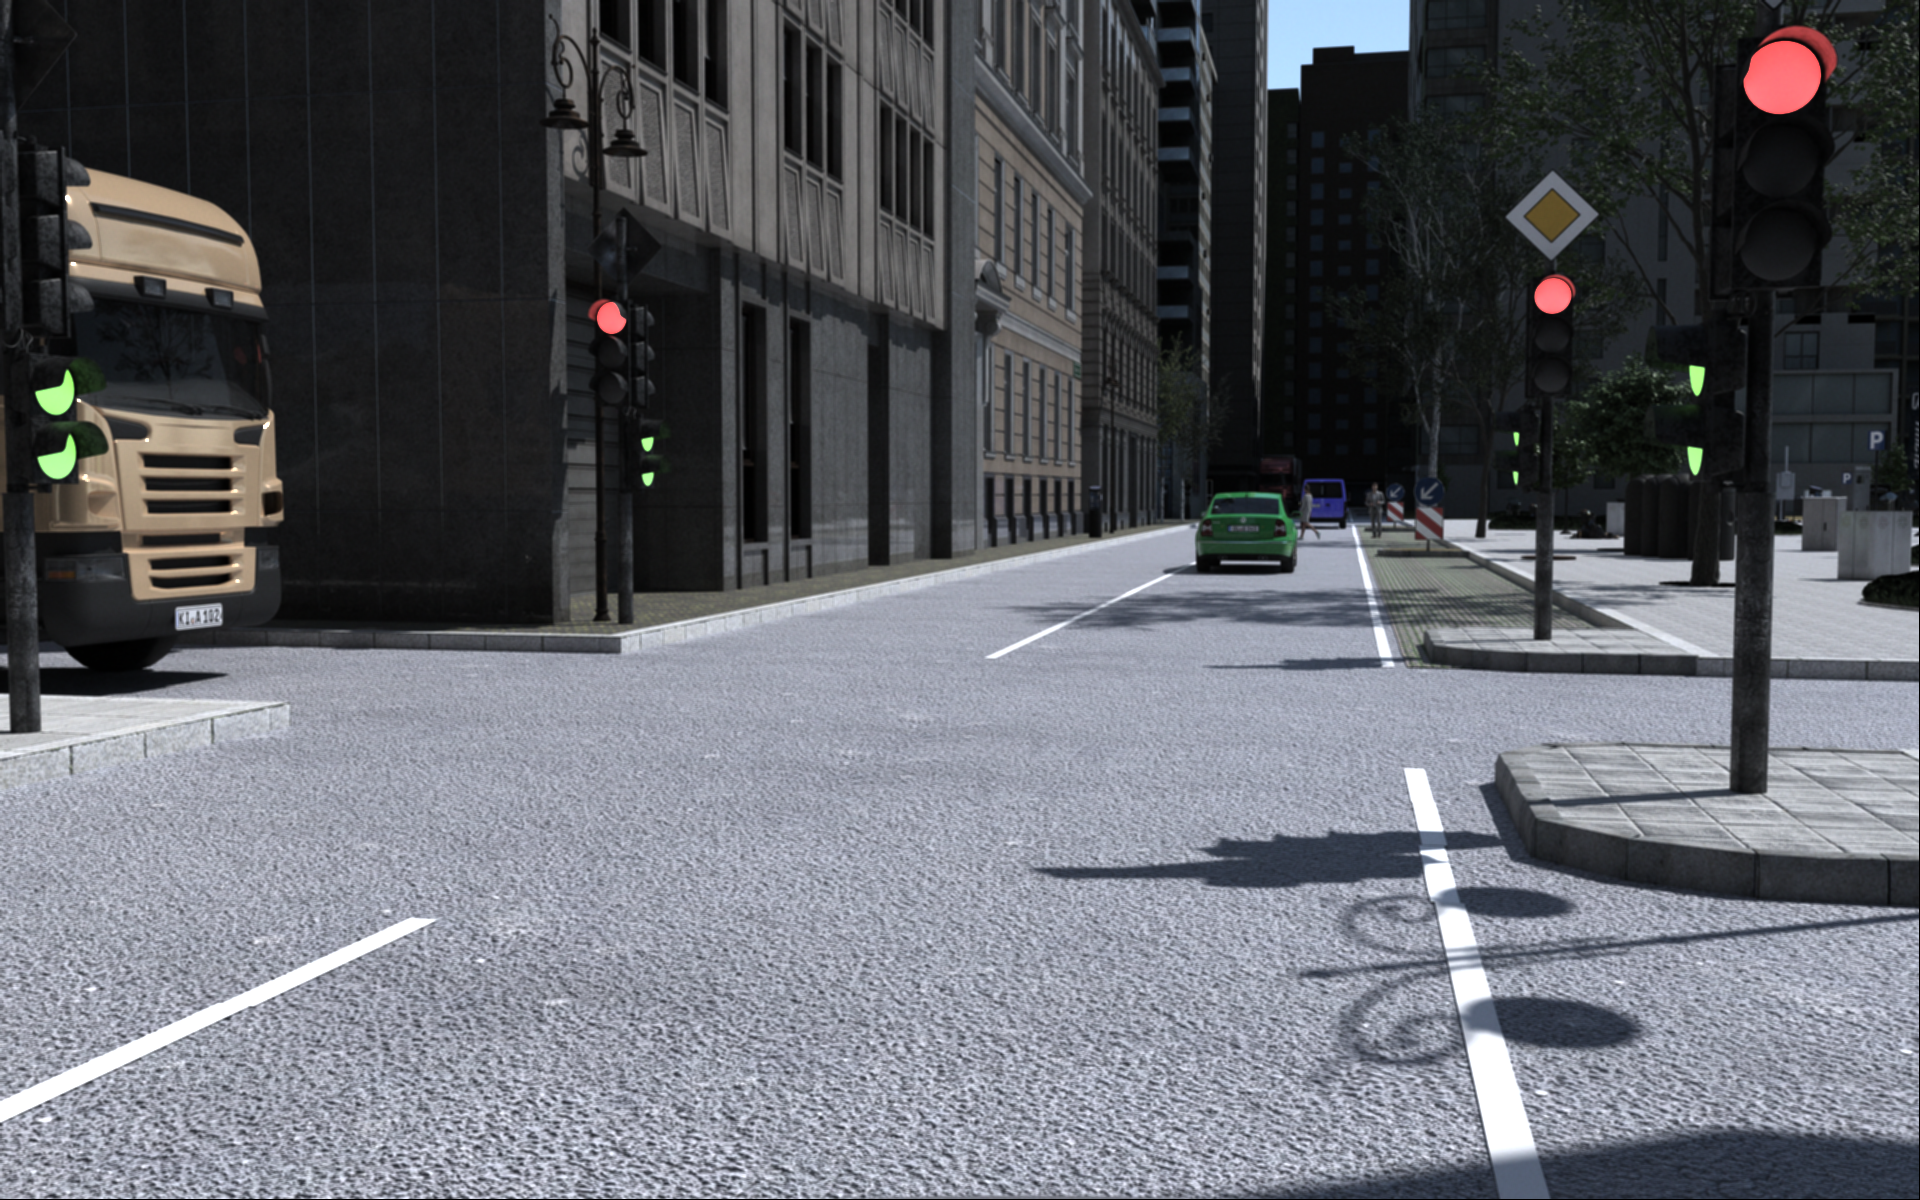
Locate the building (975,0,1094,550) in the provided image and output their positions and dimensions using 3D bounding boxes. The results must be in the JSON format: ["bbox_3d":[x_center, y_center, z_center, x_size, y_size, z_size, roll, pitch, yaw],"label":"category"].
[{"bbox_3d":[-4.196,-15.958,46.821,13.634,28.700,20.117,1,4,12],"label":"building"}]

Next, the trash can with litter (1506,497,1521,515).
[{"bbox_3d":[22.882,-3.658,71.203,0.624,1.170,1.055,0,4,-4],"label":"trash can with litter"}]

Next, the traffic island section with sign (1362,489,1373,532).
[{"bbox_3d":[16.477,-3.515,66.098,1.989,1.847,2.006,1,4,12],"label":"traffic island section with sign"}]

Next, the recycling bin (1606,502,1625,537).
[{"bbox_3d":[20.047,-2.444,52.514,0.722,1.027,0.722,2,4,32],"label":"recycling bin"}]

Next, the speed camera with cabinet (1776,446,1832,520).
[{"bbox_3d":[34.871,-4.724,71.580,2.038,3.252,0.660,1,4,23],"label":"speed camera with cabinet"}]

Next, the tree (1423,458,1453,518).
[{"bbox_3d":[25.604,-5.989,92.525,1.663,3.219,1.824,0,3,0],"label":"tree"}]

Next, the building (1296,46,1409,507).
[{"bbox_3d":[41.857,-32.183,176.294,14.200,45.320,14.600,1,4,12],"label":"building"}]

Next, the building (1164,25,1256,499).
[{"bbox_3d":[6.719,-27.124,135.361,32.217,40.220,23.993,1,4,12],"label":"building"}]

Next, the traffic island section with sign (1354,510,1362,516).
[{"bbox_3d":[27.262,-6.482,114.605,1.989,1.847,2.006,1,4,12],"label":"traffic island section with sign"}]

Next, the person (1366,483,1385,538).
[{"bbox_3d":[13.385,-2.887,55.902,0.606,1.804,0.583,1,4,20],"label":"person"}]

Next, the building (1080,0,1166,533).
[{"bbox_3d":[1.951,-13.246,65.726,9.793,20.994,18.267,1,4,12],"label":"building"}]

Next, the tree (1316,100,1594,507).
[{"bbox_3d":[23.128,-13.795,81.445,12.611,20.169,13.585,0,3,0],"label":"tree"}]

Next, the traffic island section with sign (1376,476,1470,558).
[{"bbox_3d":[10.626,-1.905,39.783,1.989,1.847,2.006,1,4,12],"label":"traffic island section with sign"}]

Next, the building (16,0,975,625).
[{"bbox_3d":[-7.704,-12.796,27.244,12.078,24.808,19.932,1,4,12],"label":"building"}]

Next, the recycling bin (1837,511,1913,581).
[{"bbox_3d":[13.702,-0.819,25.948,0.722,1.027,0.722,-1,4,-13],"label":"recycling bin"}]

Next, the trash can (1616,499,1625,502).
[{"bbox_3d":[20.686,-2.568,53.632,0.748,1.137,0.748,0,3,0],"label":"trash can"}]

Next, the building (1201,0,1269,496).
[{"bbox_3d":[16.787,-43.871,155.535,20.611,71.187,20.563,1,4,12],"label":"building"}]

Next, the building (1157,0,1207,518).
[{"bbox_3d":[4.646,-48.540,106.294,22.319,86.520,31.000,1,4,12],"label":"building"}]

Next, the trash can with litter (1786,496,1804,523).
[{"bbox_3d":[37.894,-4.064,77.507,1.678,1.210,2.233,-2,4,-35],"label":"trash can with litter"}]

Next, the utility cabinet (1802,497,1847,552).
[{"bbox_3d":[19.471,-1.705,39.047,0.306,1.237,1.020,-1,4,-16],"label":"utility cabinet"}]

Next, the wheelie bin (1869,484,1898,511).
[{"bbox_3d":[27.749,-2.714,52.289,0.980,1.594,0.693,3,4,36],"label":"wheelie bin"}]

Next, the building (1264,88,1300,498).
[{"bbox_3d":[28.038,-30.326,179.420,14.086,41.232,14.154,1,4,12],"label":"building"}]

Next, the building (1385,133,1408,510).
[{"bbox_3d":[41.790,-22.533,140.123,14.160,30.474,14.107,1,4,12],"label":"building"}]

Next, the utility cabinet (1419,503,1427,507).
[{"bbox_3d":[19.663,-3.967,73.547,0.318,1.500,1.173,1,4,13],"label":"utility cabinet"}]

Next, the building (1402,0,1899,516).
[{"bbox_3d":[44.441,-32.268,116.816,28.713,52.752,27.495,1,4,12],"label":"building"}]

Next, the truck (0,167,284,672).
[{"bbox_3d":[-10.398,-1.525,13.853,11.283,4.237,2.839,1,4,14],"label":"truck"}]

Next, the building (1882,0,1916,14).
[{"bbox_3d":[68.676,-29.925,143.903,28.867,44.769,22.147,1,4,12],"label":"building"}]

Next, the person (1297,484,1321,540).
[{"bbox_3d":[10.777,-2.714,53.625,0.760,1.731,0.466,0,4,6],"label":"person"}]

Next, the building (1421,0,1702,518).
[{"bbox_3d":[33.335,-19.999,98.689,14.160,30.474,14.107,1,4,12],"label":"building"}]

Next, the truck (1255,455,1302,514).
[{"bbox_3d":[23.233,-8.362,125.639,2.839,4.237,11.283,1,4,14],"label":"truck"}]

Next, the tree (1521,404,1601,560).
[{"bbox_3d":[11.476,-2.410,33.999,1.663,3.219,1.824,0,3,0],"label":"tree"}]

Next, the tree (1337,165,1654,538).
[{"bbox_3d":[15.243,-7.077,50.127,8.767,10.594,7.601,0,4,0],"label":"tree"}]
